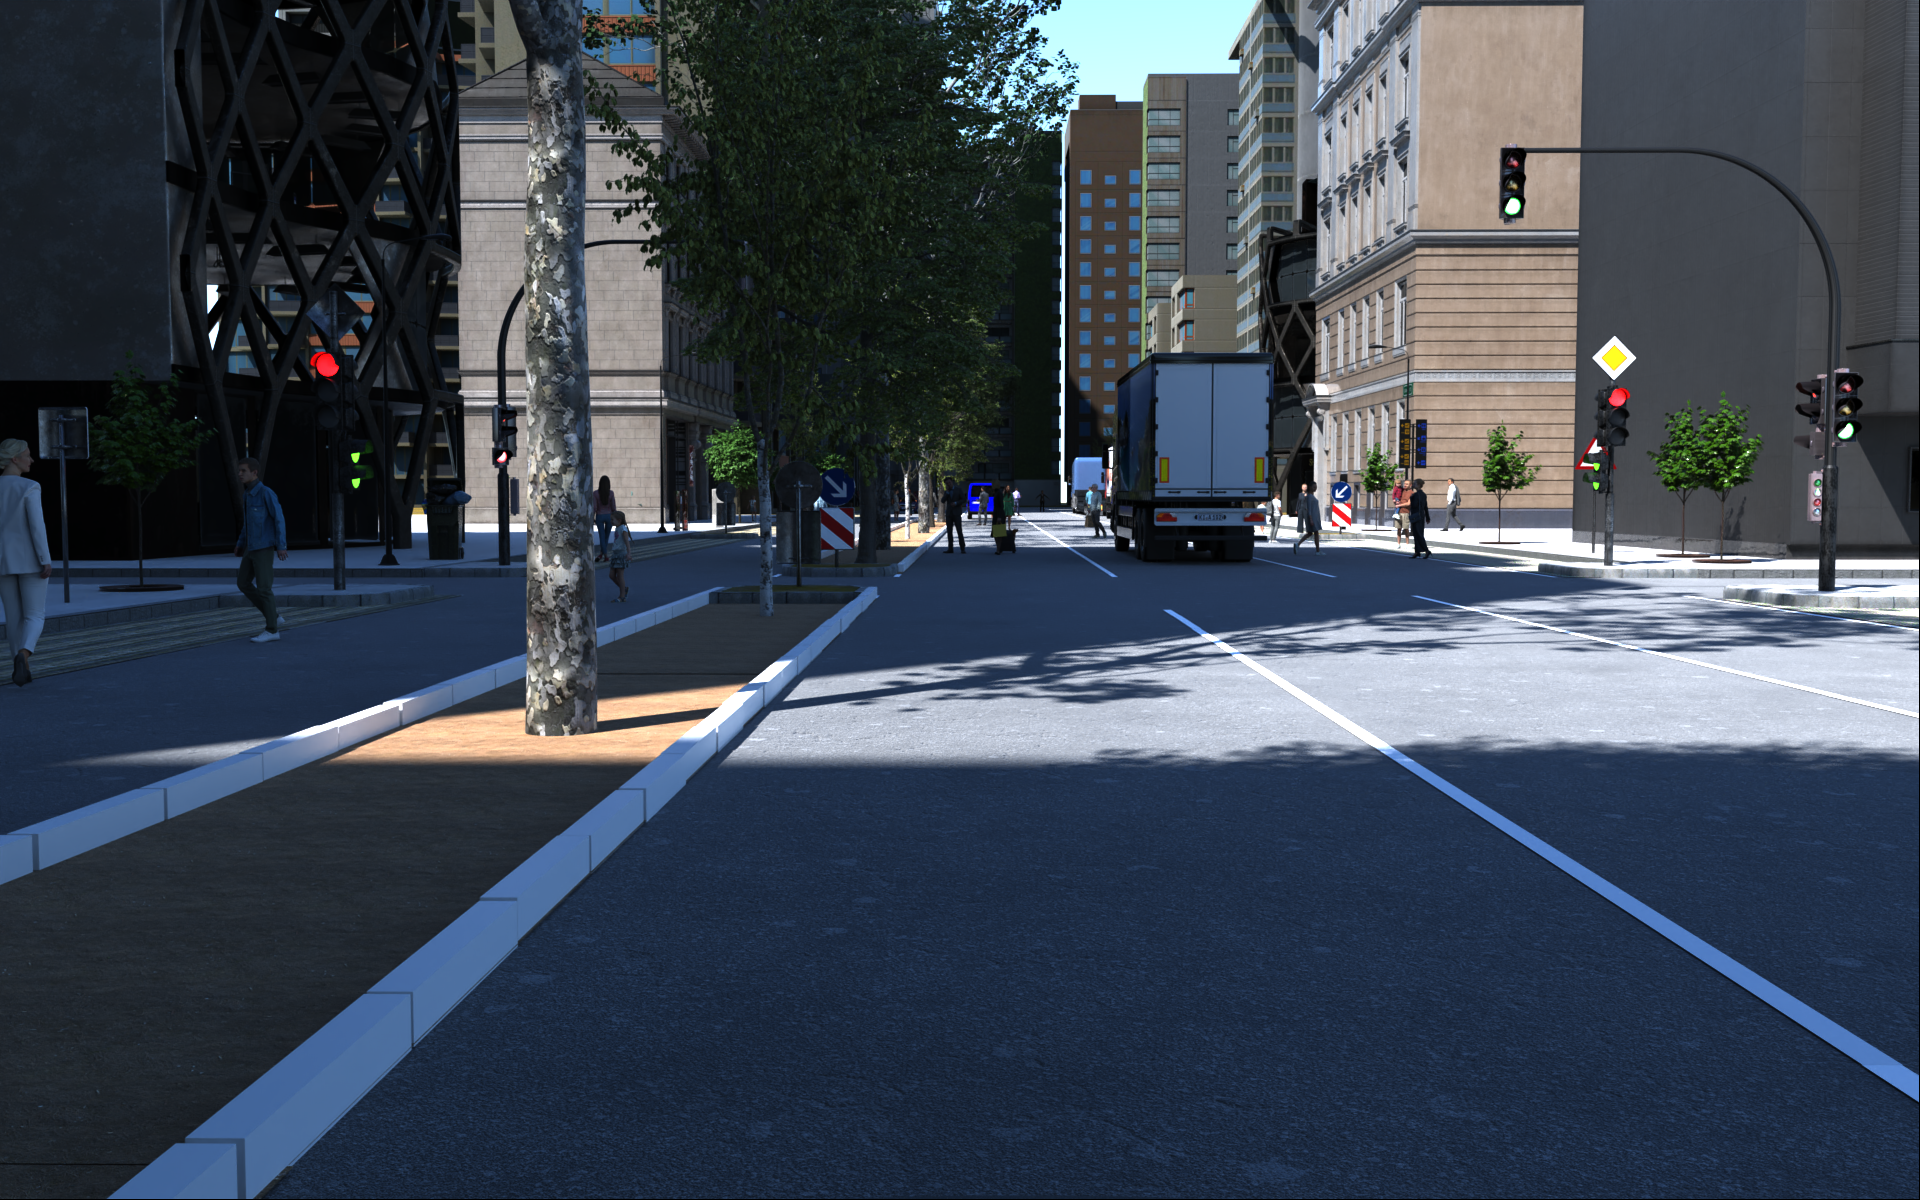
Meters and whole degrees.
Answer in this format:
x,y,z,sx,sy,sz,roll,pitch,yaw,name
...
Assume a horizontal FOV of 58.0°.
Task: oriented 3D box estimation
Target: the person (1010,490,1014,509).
x,y,z,sx,sy,sz,roll,pitch,yaw,name
4.131,-8.098,141.576,0.621,1.740,0.551,1,4,18,person

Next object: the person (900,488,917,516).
x,y,z,sx,sy,sz,roll,pitch,yaw,name
-3.391,-6.534,115.359,1.348,1.821,0.705,2,4,33,person

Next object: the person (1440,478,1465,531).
x,y,z,sx,sy,sz,roll,pitch,yaw,name
16.939,-3.265,59.532,0.850,1.850,0.679,2,4,24,person

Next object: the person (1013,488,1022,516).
x,y,z,sx,sy,sz,roll,pitch,yaw,name
3.747,-6.387,112.791,0.709,1.838,0.599,2,4,31,person

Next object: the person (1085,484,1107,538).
x,y,z,sx,sy,sz,roll,pitch,yaw,name
4.403,-2.887,56.193,0.515,1.767,0.782,-2,4,-25,person

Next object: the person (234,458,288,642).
x,y,z,sx,sy,sz,roll,pitch,yaw,name
-6.785,-0.490,16.851,0.444,1.785,0.601,-3,5,-41,person

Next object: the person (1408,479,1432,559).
x,y,z,sx,sy,sz,roll,pitch,yaw,name
10.231,-1.805,38.438,0.534,1.772,0.576,1,4,17,person

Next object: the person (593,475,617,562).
x,y,z,sx,sy,sz,roll,pitch,yaw,name
-7.440,-1.701,36.321,0.555,1.821,0.388,-2,4,-29,person

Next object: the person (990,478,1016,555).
x,y,z,sx,sy,sz,roll,pitch,yaw,name
1.020,-1.994,41.312,0.699,1.804,1.509,1,4,23,person

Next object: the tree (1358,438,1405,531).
x,y,z,sx,sy,sz,roll,pitch,yaw,name
14.301,-3.985,59.762,1.663,3.219,1.824,0,3,0,tree

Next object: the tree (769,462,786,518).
x,y,z,sx,sy,sz,roll,pitch,yaw,name
-9.887,-6.141,95.009,1.663,3.219,1.824,0,3,0,tree

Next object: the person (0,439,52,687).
x,y,z,sx,sy,sz,roll,pitch,yaw,name
-6.998,-0.272,12.830,0.514,1.842,0.818,-1,4,-14,person

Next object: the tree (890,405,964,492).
x,y,z,sx,sy,sz,roll,pitch,yaw,name
-1.486,-7.786,80.115,4.360,8.622,3.978,0,3,0,tree

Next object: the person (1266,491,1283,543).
x,y,z,sx,sy,sz,roll,pitch,yaw,name
9.204,-2.423,50.715,0.503,1.515,0.523,1,4,20,person

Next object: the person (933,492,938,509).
x,y,z,sx,sy,sz,roll,pitch,yaw,name
-1.285,-4.047,75.062,0.661,1.777,0.834,0,4,7,person

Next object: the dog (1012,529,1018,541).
x,y,z,sx,sy,sz,roll,pitch,yaw,name
1.278,-1.650,46.261,0.540,0.507,0.406,0,4,-1,dog

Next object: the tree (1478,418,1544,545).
x,y,z,sx,sy,sz,roll,pitch,yaw,name
13.768,-3.039,44.296,1.663,3.219,1.824,0,3,0,tree

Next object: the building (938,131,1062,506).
x,y,z,sx,sy,sz,roll,pitch,yaw,name
4.424,-31.472,198.160,14.086,41.232,14.154,0,4,1,building

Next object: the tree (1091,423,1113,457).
x,y,z,sx,sy,sz,roll,pitch,yaw,name
16.792,-14.243,183.230,4.737,8.622,4.395,0,3,0,tree

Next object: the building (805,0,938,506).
x,y,z,sx,sy,sz,roll,pitch,yaw,name
-16.672,-40.339,201.539,28.212,58.520,21.231,0,4,1,building

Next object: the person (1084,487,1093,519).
x,y,z,sx,sy,sz,roll,pitch,yaw,name
7.095,-5.305,95.098,0.748,1.841,0.638,-2,4,-25,person

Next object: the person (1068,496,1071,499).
x,y,z,sx,sy,sz,roll,pitch,yaw,name
10.302,-9.038,156.285,1.348,1.822,0.705,-2,4,-34,person

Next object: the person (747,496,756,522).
x,y,z,sx,sy,sz,roll,pitch,yaw,name
-9.720,-4.271,80.893,0.505,1.210,0.382,1,4,16,person

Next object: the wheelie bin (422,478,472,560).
x,y,z,sx,sy,sz,roll,pitch,yaw,name
-10.073,-1.593,33.958,0.980,1.594,0.693,0,4,-7,wheelie bin

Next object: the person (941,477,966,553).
x,y,z,sx,sy,sz,roll,pitch,yaw,name
-0.151,-2.049,41.800,0.655,1.846,0.447,1,4,21,person

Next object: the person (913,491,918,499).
x,y,z,sx,sy,sz,roll,pitch,yaw,name
-4.492,-9.699,167.806,0.721,1.743,1.217,-3,5,-41,person

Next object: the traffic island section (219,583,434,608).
x,y,z,sx,sy,sz,roll,pitch,yaw,name
-8.345,-0.060,23.254,2.009,0.180,2.903,0,4,1,traffic island section

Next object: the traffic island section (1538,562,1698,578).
x,y,z,sx,sy,sz,roll,pitch,yaw,name
11.609,-0.530,30.951,2.009,0.180,2.903,0,4,1,traffic island section

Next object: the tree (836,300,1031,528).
x,y,z,sx,sy,sz,roll,pitch,yaw,name
-1.172,-8.378,73.844,8.767,10.594,7.601,0,4,1,tree

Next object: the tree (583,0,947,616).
x,y,z,sx,sy,sz,roll,pitch,yaw,name
-2.222,-4.092,19.730,4.737,8.622,4.395,0,3,0,tree

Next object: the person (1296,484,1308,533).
x,y,z,sx,sy,sz,roll,pitch,yaw,name
11.498,-2.995,57.893,0.576,1.772,0.534,1,4,17,person

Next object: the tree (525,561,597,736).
x,y,z,sx,sy,sz,roll,pitch,yaw,name
-3.588,-9.315,10.639,12.611,20.169,13.585,0,3,0,tree

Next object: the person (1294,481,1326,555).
x,y,z,sx,sy,sz,roll,pitch,yaw,name
8.189,-1.908,40.444,0.760,1.731,0.466,-1,4,-13,person

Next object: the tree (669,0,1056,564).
x,y,z,sx,sy,sz,roll,pitch,yaw,name
-1.961,-6.978,34.677,7.486,12.596,7.792,0,3,0,tree

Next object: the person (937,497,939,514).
x,y,z,sx,sy,sz,roll,pitch,yaw,name
-1.561,-7.177,126.564,0.721,1.735,1.217,-1,4,-22,person

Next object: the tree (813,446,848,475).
x,y,z,sx,sy,sz,roll,pitch,yaw,name
-9.094,-8.191,117.643,4.285,4.588,4.351,0,3,0,tree

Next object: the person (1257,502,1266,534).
x,y,z,sx,sy,sz,roll,pitch,yaw,name
10.810,-2.991,62.079,0.352,1.250,0.332,-2,4,-32,person

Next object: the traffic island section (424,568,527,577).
x,y,z,sx,sy,sz,roll,pitch,yaw,name
-8.231,-0.548,31.239,2.009,0.180,2.903,0,4,1,traffic island section

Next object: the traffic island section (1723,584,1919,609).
x,y,z,sx,sy,sz,roll,pitch,yaw,name
11.495,-0.042,22.967,2.009,0.180,2.903,0,4,1,traffic island section

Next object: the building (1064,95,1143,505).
x,y,z,sx,sy,sz,roll,pitch,yaw,name
19.278,-33.486,197.604,14.200,45.320,14.600,0,4,1,building

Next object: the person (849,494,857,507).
x,y,z,sx,sy,sz,roll,pitch,yaw,name
-9.905,-9.209,157.397,1.217,1.735,0.721,-1,4,-12,person

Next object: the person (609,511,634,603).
x,y,z,sx,sy,sz,roll,pitch,yaw,name
-4.431,-0.574,22.903,0.382,1.210,0.505,-2,4,-34,person

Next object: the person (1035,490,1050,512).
x,y,z,sx,sy,sz,roll,pitch,yaw,name
6.636,-7.967,139.479,1.217,1.735,0.721,0,4,-7,person

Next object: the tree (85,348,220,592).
x,y,z,sx,sy,sz,roll,pitch,yaw,name
-11.079,-1.744,23.115,1.663,3.219,1.824,0,3,0,tree

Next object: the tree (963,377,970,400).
x,y,z,sx,sy,sz,roll,pitch,yaw,name
-1.628,-6.222,54.556,4.737,8.622,4.395,0,3,0,tree

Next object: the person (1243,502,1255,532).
x,y,z,sx,sy,sz,roll,pitch,yaw,name
9.582,-3.050,58.270,0.836,1.842,0.656,-2,4,-29,person

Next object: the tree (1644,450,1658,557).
x,y,z,sx,sy,sz,roll,pitch,yaw,name
14.663,-2.473,35.033,1.663,3.219,1.824,0,3,0,tree

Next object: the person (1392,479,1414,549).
x,y,z,sx,sy,sz,roll,pitch,yaw,name
11.480,-2.234,45.008,0.580,1.828,0.573,-1,4,-10,person

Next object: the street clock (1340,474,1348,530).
x,y,z,sx,sy,sz,roll,pitch,yaw,name
13.829,-3.541,62.461,0.358,2.002,0.471,0,4,7,street clock

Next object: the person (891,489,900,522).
x,y,z,sx,sy,sz,roll,pitch,yaw,name
-3.215,-4.759,87.321,0.522,1.701,0.512,-1,4,-15,person

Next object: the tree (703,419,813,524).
x,y,z,sx,sy,sz,roll,pitch,yaw,name
-9.574,-5.626,75.700,4.285,4.588,4.351,0,3,0,tree

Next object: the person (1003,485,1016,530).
x,y,z,sx,sy,sz,roll,pitch,yaw,name
1.834,-3.557,66.904,0.600,1.795,0.529,-1,4,-13,person

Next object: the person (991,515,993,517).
x,y,z,sx,sy,sz,roll,pitch,yaw,name
1.901,-5.929,105.526,0.616,1.811,0.778,0,4,-1,person

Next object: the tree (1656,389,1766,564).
x,y,z,sx,sy,sz,roll,pitch,yaw,name
14.095,-2.306,32.301,1.663,3.219,1.824,0,3,0,tree

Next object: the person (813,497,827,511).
x,y,z,sx,sy,sz,roll,pitch,yaw,name
-4.208,-2.525,51.589,0.330,1.601,0.589,3,5,44,person

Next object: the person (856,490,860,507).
x,y,z,sx,sy,sz,roll,pitch,yaw,name
-10.126,-10.111,172.826,0.593,1.643,0.415,1,4,17,person

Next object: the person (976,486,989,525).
x,y,z,sx,sy,sz,roll,pitch,yaw,name
1.005,-4.310,79.169,0.583,1.804,0.606,3,5,40,person
